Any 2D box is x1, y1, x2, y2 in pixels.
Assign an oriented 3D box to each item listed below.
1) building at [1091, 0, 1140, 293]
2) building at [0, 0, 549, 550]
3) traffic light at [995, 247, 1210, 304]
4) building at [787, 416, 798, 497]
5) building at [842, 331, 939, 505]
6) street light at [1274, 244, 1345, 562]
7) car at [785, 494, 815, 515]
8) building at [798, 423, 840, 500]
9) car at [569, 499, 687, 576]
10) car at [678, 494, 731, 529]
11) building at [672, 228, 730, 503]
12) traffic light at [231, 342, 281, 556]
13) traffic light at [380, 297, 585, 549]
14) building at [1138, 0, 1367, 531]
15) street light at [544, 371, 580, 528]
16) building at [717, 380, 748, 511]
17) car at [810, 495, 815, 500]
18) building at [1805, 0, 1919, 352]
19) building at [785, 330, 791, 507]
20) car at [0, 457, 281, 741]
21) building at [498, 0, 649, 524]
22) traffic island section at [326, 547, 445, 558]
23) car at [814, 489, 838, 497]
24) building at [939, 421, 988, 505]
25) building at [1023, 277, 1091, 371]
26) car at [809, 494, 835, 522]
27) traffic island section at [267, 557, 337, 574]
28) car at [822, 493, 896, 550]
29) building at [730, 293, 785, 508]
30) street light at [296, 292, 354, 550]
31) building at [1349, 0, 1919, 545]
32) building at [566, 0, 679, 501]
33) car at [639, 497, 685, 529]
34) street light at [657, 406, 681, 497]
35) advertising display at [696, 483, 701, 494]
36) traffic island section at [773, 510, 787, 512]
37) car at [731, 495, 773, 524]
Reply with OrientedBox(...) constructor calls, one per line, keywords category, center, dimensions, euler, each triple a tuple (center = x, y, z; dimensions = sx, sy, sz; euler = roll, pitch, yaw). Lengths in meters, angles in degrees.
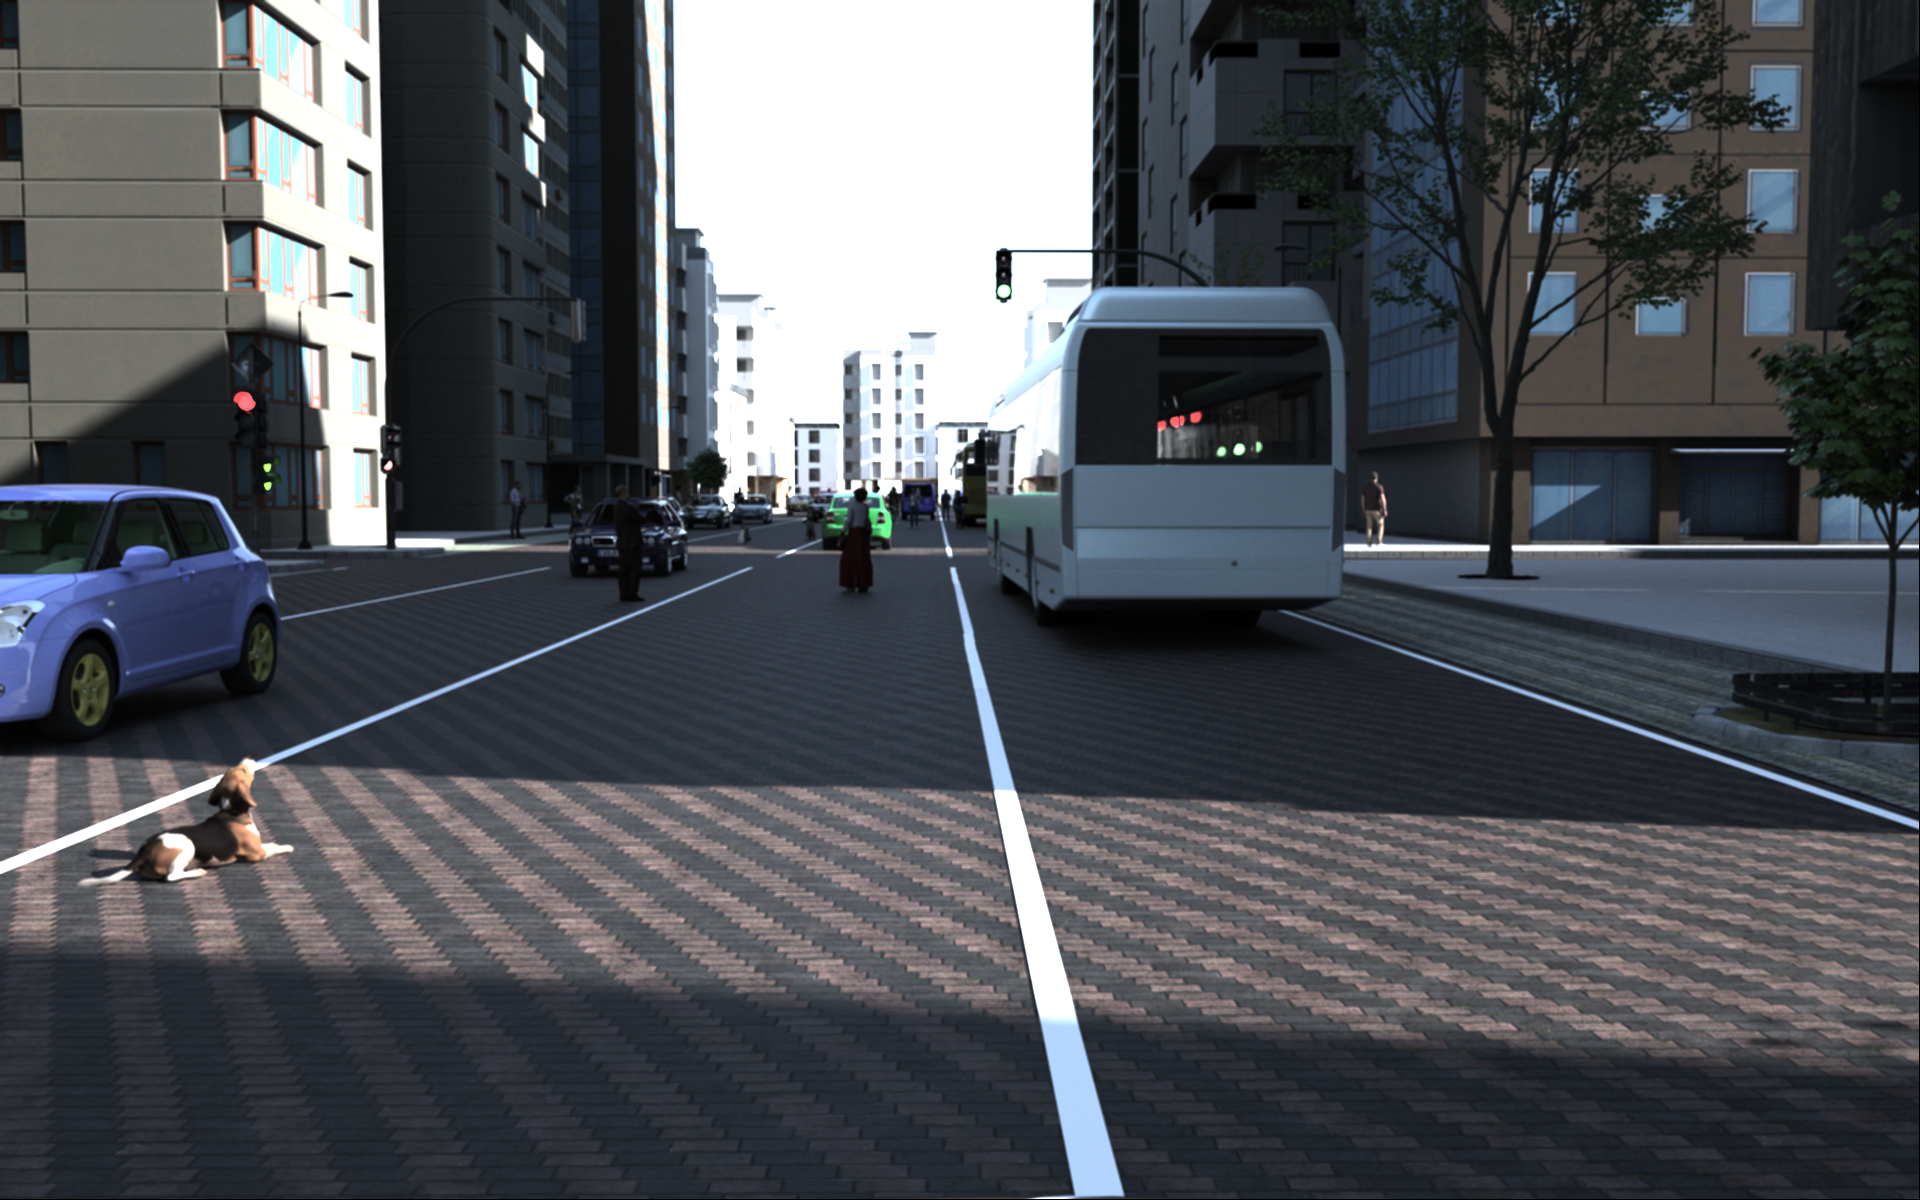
OrientedBox(category="building", center=(16.888, -40.720, 104.022), dimensions=(20.563, 71.187, 20.611), euler=(0, 4, -1))
OrientedBox(category="building", center=(-29.868, -12.745, 53.422), dimensions=(27.650, 21.520, 28.899), euler=(0, 4, -1))
OrientedBox(category="traffic light", center=(3.020, -3.518, 32.180), dimensions=(4.771, 5.953, 1.251), euler=(0, 4, -1))
OrientedBox(category="building", center=(-32.209, -14.978, 187.034), dimensions=(28.070, 9.664, 9.099), euler=(0, 4, -1))
OrientedBox(category="building", center=(-8.246, -21.462, 207.319), dimensions=(11.380, 20.091, 16.016), euler=(0, 4, -1))
OrientedBox(category="street light", center=(6.527, -3.659, 32.358), dimensions=(1.470, 5.913, 1.316), euler=(0, 4, -1))
OrientedBox(category="car", center=(-10.882, -6.612, 118.323), dimensions=(2.015, 1.641, 3.980), euler=(0, 4, -1))
OrientedBox(category="building", center=(-28.363, -16.019, 204.061), dimensions=(28.070, 9.664, 9.099), euler=(0, 4, -1))
OrientedBox(category="car", center=(-5.981, -1.154, 31.444), dimensions=(1.945, 1.354, 3.894), euler=(0, 4, -3))
OrientedBox(category="car", center=(-10.631, -3.695, 72.219), dimensions=(2.131, 1.459, 4.920), euler=(0, 4, -2))
OrientedBox(category="building", center=(-25.012, -16.180, 120.955), dimensions=(16.016, 20.091, 11.380), euler=(0, 4, -1))
OrientedBox(category="traffic light", center=(-13.069, -2.640, 32.078), dimensions=(0.839, 4.253, 0.868), euler=(0, 4, -1))
OrientedBox(category="traffic light", center=(-11.092, -4.004, 40.127), dimensions=(4.771, 5.953, 1.251), euler=(0, 4, -1))
OrientedBox(category="building", center=(22.439, -29.567, 72.667), dimensions=(28.713, 52.752, 27.495), euler=(0, 4, -1))
OrientedBox(category="street light", center=(-15.073, -5.693, 65.627), dimensions=(1.470, 5.913, 1.316), euler=(0, 4, -1))
OrientedBox(category="building", center=(-21.807, -12.163, 141.010), dimensions=(9.099, 9.664, 28.070), euler=(0, 4, -1))
OrientedBox(category="car", center=(-14.857, -9.392, 165.553), dimensions=(2.014, 1.417, 4.499), euler=(0, 4, -1))
OrientedBox(category="building", center=(14.559, -14.727, 12.481), dimensions=(14.160, 30.474, 14.107), euler=(0, 4, -1))
OrientedBox(category="building", center=(-25.023, -19.313, 172.184), dimensions=(16.016, 20.091, 11.380), euler=(0, 4, -1))
OrientedBox(category="car", center=(-5.864, -0.096, 11.165), dimensions=(1.945, 1.707, 3.694), euler=(0, 4, 1))
OrientedBox(category="building", center=(-31.513, -23.697, 79.325), dimensions=(32.217, 40.220, 23.993), euler=(0, 4, -1))
OrientedBox(category="traffic island section", center=(-13.222, -1.096, 40.196), dimensions=(2.009, 0.180, 2.903), euler=(0, 4, -1))
OrientedBox(category="car", center=(-10.886, -8.245, 143.482), dimensions=(2.281, 1.827, 5.304), euler=(0, 4, -2))
OrientedBox(category="building", center=(11.528, -16.036, 204.335), dimensions=(28.070, 9.664, 9.099), euler=(0, 4, -1))
OrientedBox(category="building", center=(13.833, -18.370, 156.773), dimensions=(16.016, 20.091, 11.380), euler=(0, 4, -1))
OrientedBox(category="car", center=(-6.773, -4.861, 89.264), dimensions=(2.009, 1.686, 4.222), euler=(0, 4, -3))
OrientedBox(category="traffic island section", center=(-13.109, -0.607, 32.212), dimensions=(2.009, 0.180, 2.903), euler=(0, 4, -1))
OrientedBox(category="car", center=(-2.696, -2.278, 46.034), dimensions=(1.959, 1.807, 4.718), euler=(0, 4, -1))
OrientedBox(category="building", center=(-25.083, -18.616, 160.784), dimensions=(16.016, 20.091, 11.380), euler=(0, 4, -1))
OrientedBox(category="street light", center=(-14.632, -4.122, 39.943), dimensions=(1.470, 5.913, 1.316), euler=(0, 4, -1))
OrientedBox(category="building", center=(19.838, -24.369, 48.542), dimensions=(14.200, 45.320, 14.600), euler=(0, 4, -1))
OrientedBox(category="building", center=(-24.178, -27.426, 98.525), dimensions=(14.600, 45.320, 14.200), euler=(0, 4, -1))
OrientedBox(category="car", center=(-10.830, -2.982, 61.343), dimensions=(1.945, 1.354, 3.894), euler=(0, 4, -1))
OrientedBox(category="street light", center=(-15.391, -7.265, 91.317), dimensions=(1.470, 5.913, 1.316), euler=(0, 4, -1))
OrientedBox(category="advertising display", center=(-15.521, -5.968, 102.785), dimensions=(0.123, 1.923, 0.974), euler=(0, 4, 0))
OrientedBox(category="traffic island section", center=(-14.349, -7.286, 141.997), dimensions=(1.991, 0.108, 1.994), euler=(0, 4, -1))
OrientedBox(category="car", center=(-10.103, -4.429, 84.424), dimensions=(2.014, 1.417, 4.499), euler=(0, 4, -3))
